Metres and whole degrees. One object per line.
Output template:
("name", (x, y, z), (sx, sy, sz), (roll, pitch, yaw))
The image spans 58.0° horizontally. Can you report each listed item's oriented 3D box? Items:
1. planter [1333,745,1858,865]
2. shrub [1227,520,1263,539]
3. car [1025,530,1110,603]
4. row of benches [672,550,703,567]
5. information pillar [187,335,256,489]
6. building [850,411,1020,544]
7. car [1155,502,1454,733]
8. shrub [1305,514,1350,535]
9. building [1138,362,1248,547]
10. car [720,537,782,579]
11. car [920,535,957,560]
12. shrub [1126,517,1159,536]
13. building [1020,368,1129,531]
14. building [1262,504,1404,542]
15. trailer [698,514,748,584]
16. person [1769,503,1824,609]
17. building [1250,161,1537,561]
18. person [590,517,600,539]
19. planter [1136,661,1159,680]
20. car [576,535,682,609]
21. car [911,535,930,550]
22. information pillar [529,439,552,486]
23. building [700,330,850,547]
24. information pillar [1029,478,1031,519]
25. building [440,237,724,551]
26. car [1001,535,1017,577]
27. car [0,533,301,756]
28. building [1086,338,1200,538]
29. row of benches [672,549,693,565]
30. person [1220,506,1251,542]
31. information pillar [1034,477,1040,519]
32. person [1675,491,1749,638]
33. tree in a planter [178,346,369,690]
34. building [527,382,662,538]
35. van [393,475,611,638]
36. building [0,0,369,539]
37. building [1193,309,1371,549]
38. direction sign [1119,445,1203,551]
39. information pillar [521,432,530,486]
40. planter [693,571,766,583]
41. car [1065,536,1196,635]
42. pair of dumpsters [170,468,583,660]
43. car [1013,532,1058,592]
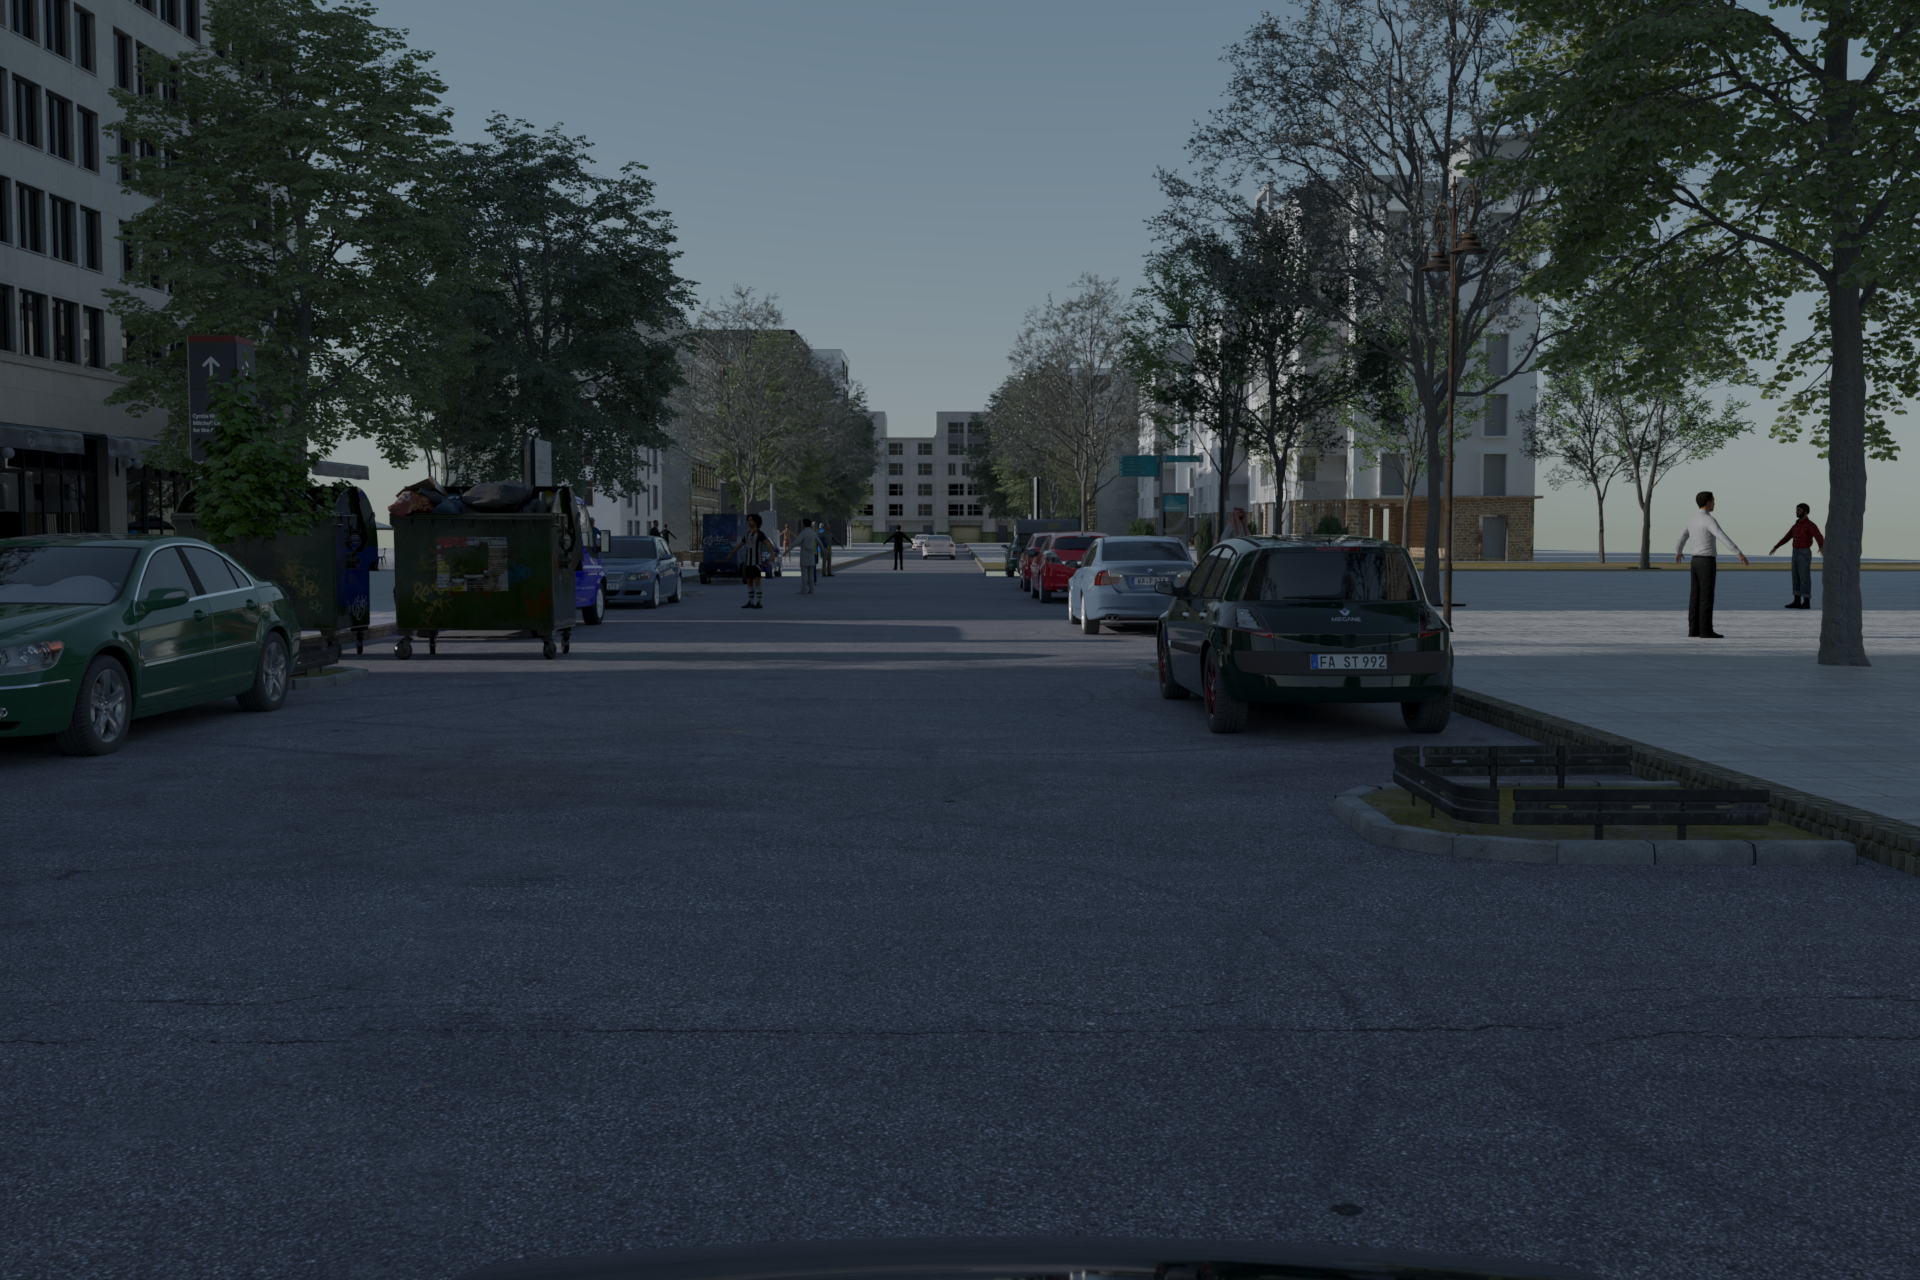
("planter", (2.904, 0.774, 8.492), (1.991, 0.319, 1.994), (0, 4, 1))
("shrub", (11.605, -4.063, 70.852), (1.690, 2.028, 1.600), (0, 3, 0))
("car", (2.507, -1.734, 37.383), (2.155, 1.783, 4.494), (0, 4, -1))
("row of benches", (-10.065, -3.220, 68.115), (4.104, 0.672, 1.422), (0, 4, -6))
("information pillar", (-9.735, -2.052, 22.936), (0.750, 3.857, 0.750), (0, 4, -1))
("building", (-3.559, -23.662, 255.790), (31.486, 18.905, 16.747), (0, 4, -1))
("car", (2.625, -0.249, 13.853), (2.009, 1.686, 4.222), (0, 4, -1))
("shrub", (13.359, -3.590, 62.743), (1.661, 2.075, 1.752), (0, 3, 0))
("building", (24.427, -20.202, 186.723), (16.016, 20.090, 11.380), (0, 4, 0))
("car", (-6.857, -2.715, 56.971), (1.945, 1.354, 3.894), (0, 4, 0))
("car", (-1.197, -5.223, 97.757), (2.083, 1.381, 4.827), (0, 4, -1))
("shrub", (7.338, -4.006, 69.925), (1.690, 2.028, 1.600), (0, 3, 0))
("building", (21.748, -23.584, 229.570), (27.936, 21.610, 32.646), (0, 4, 0))
("building", (25.133, -15.695, 113.030), (16.016, 20.090, 11.380), (0, 4, 0))
("trailer", (-6.719, -2.577, 49.187), (1.471, 1.999, 3.904), (0, 4, 0))
("person", (14.395, -1.442, 29.679), (0.704, 1.816, 1.345), (-1, 4, -11))
("building", (21.180, -14.549, 94.297), (16.016, 20.090, 11.380), (0, 3, 0))
("person", (-12.150, -3.142, 57.248), (1.347, 1.842, 0.705), (-3, 4, -37))
("planter", (2.817, 0.217, 17.588), (1.991, 0.319, 1.994), (0, 4, 1))
("car", (-6.697, -1.395, 34.809), (2.014, 1.417, 4.499), (0, 4, 0))
("car", (-3.372, -8.888, 157.678), (2.083, 1.381, 4.827), (0, 4, 0))
("information pillar", (-10.539, -3.196, 43.572), (0.184, 3.620, 1.656), (0, 3, 0))
("building", (-27.027, -21.128, 189.413), (27.936, 21.610, 32.646), (0, 3, 0))
("information pillar", (2.919, -4.959, 72.436), (0.183, 3.616, 0.504), (0, 4, 0))
("building", (-29.545, -18.767, 137.773), (19.493, 23.208, 18.063), (0, 4, -1))
("car", (2.480, -2.895, 59.126), (2.131, 1.459, 4.920), (0, 4, 0))
("car", (-6.437, -0.053, 12.668), (2.131, 1.459, 4.920), (0, 4, -1))
("building", (24.604, -22.763, 203.111), (19.493, 23.208, 18.063), (0, 4, 0))
("row of benches", (-12.704, -3.477, 72.305), (4.104, 0.672, 1.422), (3, 4, 37))
("person", (5.302, -1.638, 32.926), (1.347, 1.811, 0.704), (-3, 5, -44))
("information pillar", (3.189, -4.918, 71.724), (0.184, 3.620, 1.656), (0, 4, -1))
("person", (9.223, -0.934, 21.421), (0.704, 1.810, 1.344), (-1, 4, -12))
("tree in a planter", (-6.885, -1.190, 16.671), (1.991, 3.239, 1.994), (0, 3, 0))
("building", (-23.314, -10.256, 109.825), (9.099, 9.664, 28.070), (0, 4, 0))
("van", (-6.600, -1.298, 25.613), (2.240, 2.365, 5.245), (0, 3, 0))
("building", (-33.147, -14.937, 46.390), (24.374, 26.755, 37.873), (0, 3, 0))
("building", (24.529, -17.511, 142.727), (16.016, 20.090, 11.380), (0, 3, 0))
("direction sign", (6.058, -3.849, 51.689), (2.525, 3.948, 1.411), (0, 3, 0))
("information pillar", (-9.945, -2.957, 39.703), (0.183, 3.616, 0.504), (0, 4, 0))
("planter", (-6.909, -1.900, 52.208), (1.991, 0.319, 1.994), (0, 3, 0))
("car", (2.608, -0.856, 25.994), (2.014, 1.417, 4.499), (0, 4, 0))
("pair of dumpsters", (-6.726, -0.929, 20.133), (4.436, 2.255, 1.574), (0, 4, 0))
("car", (2.463, -2.171, 44.537), (2.155, 1.783, 4.494), (0, 4, 0))
